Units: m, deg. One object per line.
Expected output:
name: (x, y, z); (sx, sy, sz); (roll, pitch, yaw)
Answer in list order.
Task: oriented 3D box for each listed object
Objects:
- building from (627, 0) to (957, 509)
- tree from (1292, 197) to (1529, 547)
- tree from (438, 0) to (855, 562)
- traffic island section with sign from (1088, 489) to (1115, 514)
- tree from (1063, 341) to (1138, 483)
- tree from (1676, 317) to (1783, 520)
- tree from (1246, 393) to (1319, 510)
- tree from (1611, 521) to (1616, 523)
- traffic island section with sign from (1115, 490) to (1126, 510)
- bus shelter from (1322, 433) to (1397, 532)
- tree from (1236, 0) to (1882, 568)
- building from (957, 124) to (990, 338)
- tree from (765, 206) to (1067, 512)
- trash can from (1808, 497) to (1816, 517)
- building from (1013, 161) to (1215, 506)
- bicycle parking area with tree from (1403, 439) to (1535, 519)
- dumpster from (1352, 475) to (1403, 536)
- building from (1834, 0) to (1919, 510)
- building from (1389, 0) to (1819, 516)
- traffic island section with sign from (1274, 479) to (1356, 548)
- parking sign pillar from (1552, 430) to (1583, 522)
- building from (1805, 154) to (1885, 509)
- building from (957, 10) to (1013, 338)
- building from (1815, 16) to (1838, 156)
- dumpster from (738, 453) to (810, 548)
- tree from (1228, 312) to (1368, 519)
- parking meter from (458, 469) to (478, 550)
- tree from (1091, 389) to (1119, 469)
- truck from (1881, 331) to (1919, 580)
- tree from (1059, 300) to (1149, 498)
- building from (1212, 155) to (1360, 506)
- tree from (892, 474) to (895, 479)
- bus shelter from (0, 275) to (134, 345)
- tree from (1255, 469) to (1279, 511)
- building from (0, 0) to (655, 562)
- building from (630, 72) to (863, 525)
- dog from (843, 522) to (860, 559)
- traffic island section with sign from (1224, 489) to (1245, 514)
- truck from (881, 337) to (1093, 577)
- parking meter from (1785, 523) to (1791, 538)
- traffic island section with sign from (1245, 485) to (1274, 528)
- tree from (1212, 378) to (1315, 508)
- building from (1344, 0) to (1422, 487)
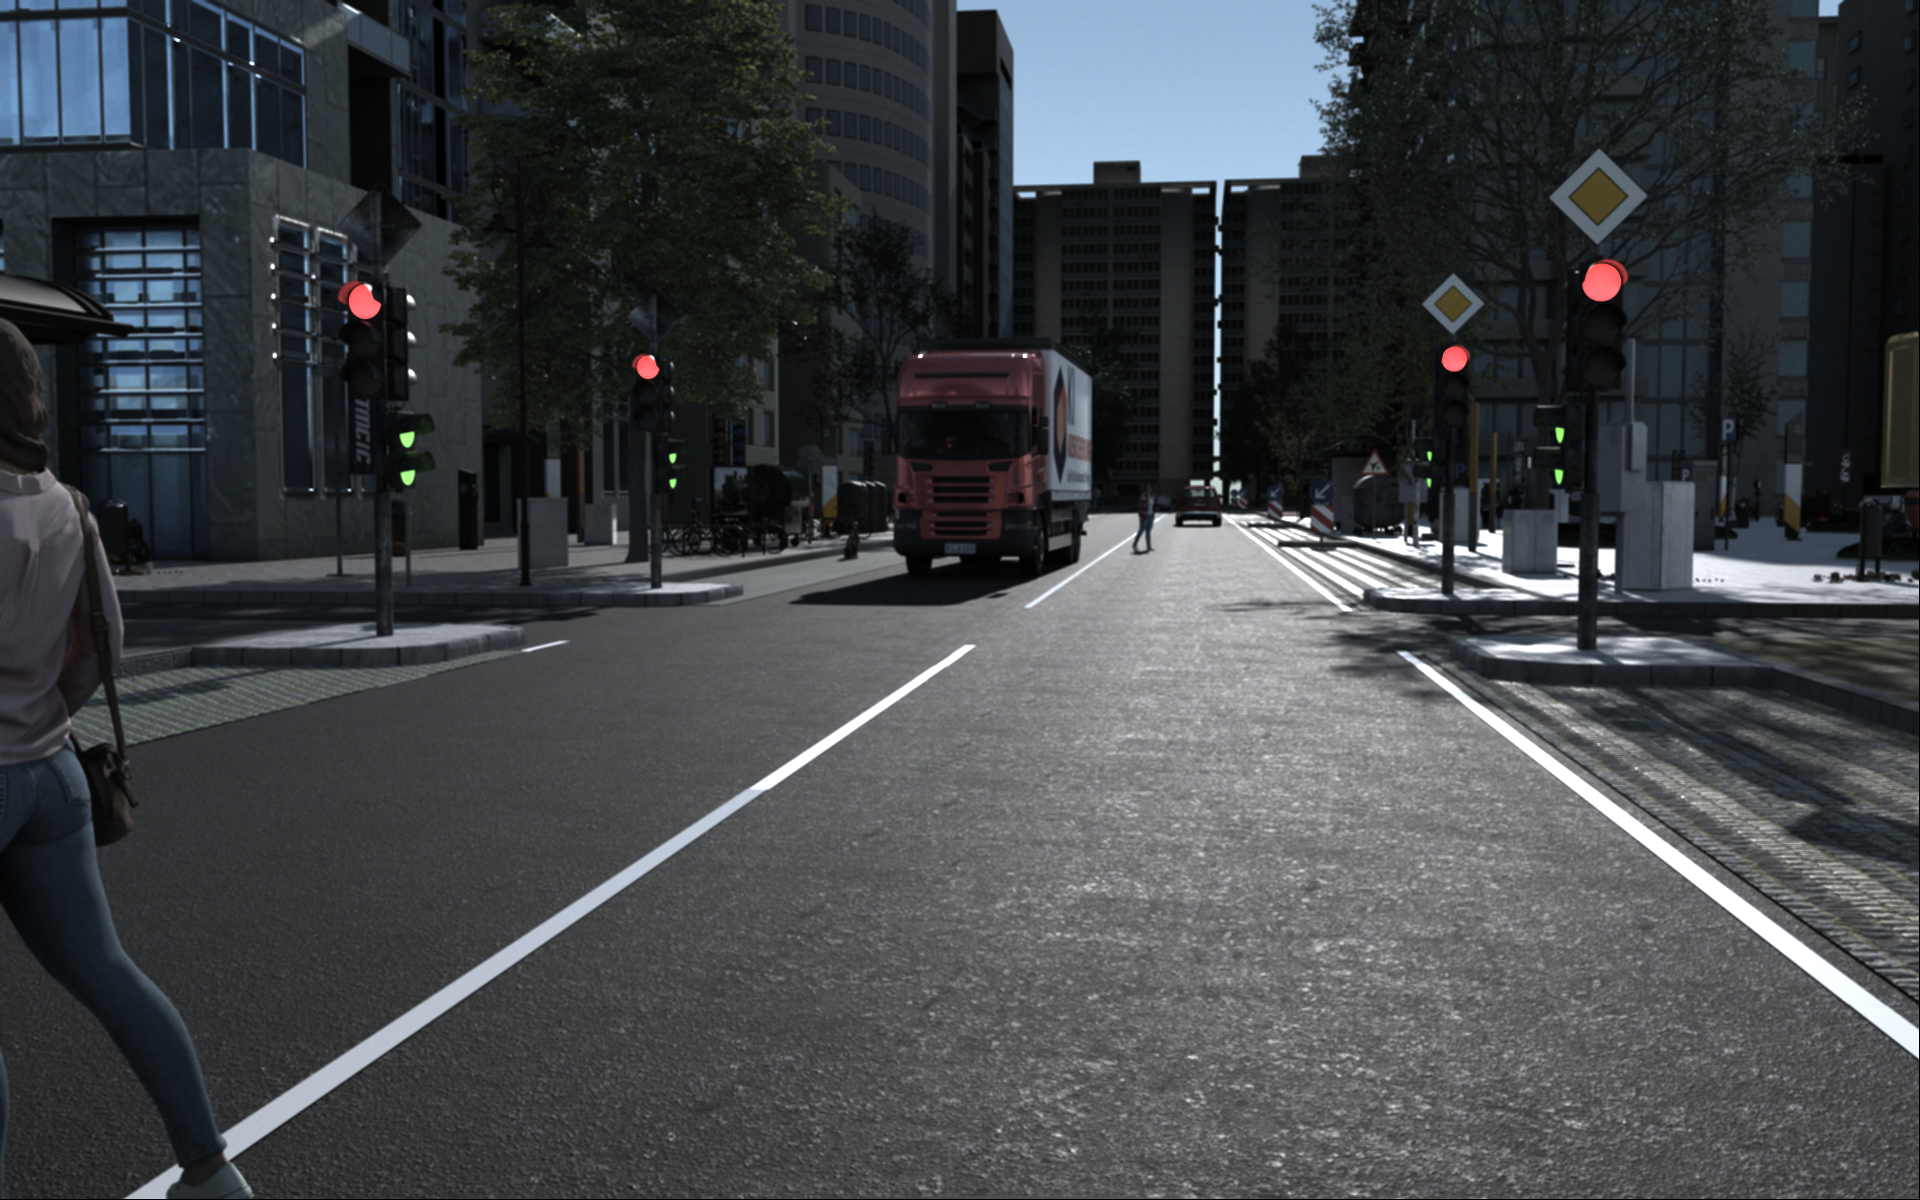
building: (-12.522, -35.041, 114.915); (21.231, 58.520, 28.212); (0, 4, 8)
tree: (11.270, -5.597, 41.870); (4.737, 8.622, 4.395); (0, 3, 0)
tree: (-5.692, -7.000, 32.583); (7.486, 12.596, 7.792); (0, 3, 0)
traffic island section with sign: (9.922, -7.105, 124.795); (1.989, 1.847, 2.006); (0, 4, 8)
tree: (10.179, -14.467, 143.187); (9.857, 13.997, 8.962); (0, 3, 0)
tree: (32.515, -7.491, 72.847); (4.360, 8.622, 3.978); (0, 3, 0)
tree: (20.498, -9.730, 109.449); (4.360, 8.622, 3.978); (0, 3, 0)
tree: (29.610, -5.075, 77.574); (1.663, 3.219, 1.824); (0, 3, 0)
traffic island section with sign: (13.571, -8.749, 151.678); (1.989, 1.847, 2.006); (0, 4, 8)
bus shelter: (13.864, -4.063, 60.359); (2.014, 3.302, 5.546); (0, 4, 8)
tree: (10.390, -7.340, 30.377); (12.009, 13.543, 11.850); (0, 3, 0)
building: (-5.408, -22.289, 136.121); (14.160, 30.474, 14.107); (0, 4, 8)
tree: (-1.962, -7.429, 55.873); (8.767, 10.594, 7.601); (-2, 4, -34)
trash can: (40.659, -4.340, 82.605); (0.748, 1.137, 0.748); (0, 3, 0)
building: (18.393, -31.379, 204.923); (23.993, 40.220, 32.217); (0, 4, 8)
bicycle parking area with tree: (26.740, -6.336, 90.592); (8.231, 4.147, 9.016); (2, 4, 27)
dumpster: (12.826, -2.921, 53.516); (1.264, 1.857, 1.865); (0, 4, 8)
building: (87.597, -31.842, 144.323); (21.600, 48.544, 21.300); (0, 4, 8)
building: (42.015, -30.325, 115.419); (23.786, 49.044, 30.456); (0, 4, 8)
traffic island section with sign: (9.643, -2.341, 46.911); (1.989, 1.847, 2.006); (0, 4, 8)
parking sign pillar: (22.146, -4.538, 62.673); (1.447, 3.967, 1.447); (2, 4, 26)
building: (70.208, -23.194, 150.929); (14.107, 30.474, 14.160); (0, 4, 8)
building: (-2.889, -31.180, 159.903); (14.200, 45.320, 14.600); (0, 4, 8)
building: (90.118, -36.926, 192.977); (27.495, 52.752, 28.713); (0, 4, 8)
dumpster: (-4.529, -2.377, 41.361); (1.502, 2.255, 1.985); (0, 4, 8)
tree: (17.346, -9.473, 89.294); (7.601, 10.594, 8.767); (1, 4, 8)
parking meter: (-11.362, -2.099, 40.029); (0.399, 1.863, 0.255); (1, 4, 19)
tree: (8.488, -12.006, 130.707); (7.601, 10.594, 8.767); (0, 4, 2)
truck: (14.461, -1.262, 16.551); (9.791, 3.379, 3.469); (1, 4, 10)
tree: (12.578, -19.330, 171.931); (12.611, 20.169, 13.585); (0, 3, 0)
building: (42.090, -31.147, 201.130); (23.993, 40.220, 32.217); (0, 4, 8)
tree: (-1.612, -4.384, 66.275); (1.663, 3.219, 1.824); (0, 3, 0)
bus shelter: (-9.142, -1.214, 13.765); (2.014, 3.302, 5.546); (0, 4, 8)
tree: (23.288, -8.423, 132.317); (1.663, 3.219, 1.824); (0, 3, 0)
building: (-22.204, -44.902, 46.817); (22.319, 86.520, 31.000); (0, 4, 8)
building: (-21.252, -14.793, 86.898); (27.650, 21.520, 28.899); (0, 4, 8)
dog: (-2.327, -1.312, 38.289); (0.513, 0.831, 0.800); (1, 4, 16)
traffic island section with sign: (20.096, -7.043, 123.788); (1.989, 1.847, 2.006); (0, 4, 8)
truck: (0.824, -2.723, 33.437); (2.839, 4.237, 11.283); (1, 4, 9)
parking meter: (24.561, -2.773, 51.049); (0.399, 1.863, 0.255); (2, 4, 28)
traffic island section with sign: (13.368, -4.015, 74.273); (1.989, 1.847, 2.006); (0, 4, 8)
tree: (28.355, -15.116, 164.153); (9.611, 12.733, 9.660); (0, 3, 0)
building: (44.168, -30.042, 145.810); (22.147, 44.769, 28.867); (0, 4, 8)
